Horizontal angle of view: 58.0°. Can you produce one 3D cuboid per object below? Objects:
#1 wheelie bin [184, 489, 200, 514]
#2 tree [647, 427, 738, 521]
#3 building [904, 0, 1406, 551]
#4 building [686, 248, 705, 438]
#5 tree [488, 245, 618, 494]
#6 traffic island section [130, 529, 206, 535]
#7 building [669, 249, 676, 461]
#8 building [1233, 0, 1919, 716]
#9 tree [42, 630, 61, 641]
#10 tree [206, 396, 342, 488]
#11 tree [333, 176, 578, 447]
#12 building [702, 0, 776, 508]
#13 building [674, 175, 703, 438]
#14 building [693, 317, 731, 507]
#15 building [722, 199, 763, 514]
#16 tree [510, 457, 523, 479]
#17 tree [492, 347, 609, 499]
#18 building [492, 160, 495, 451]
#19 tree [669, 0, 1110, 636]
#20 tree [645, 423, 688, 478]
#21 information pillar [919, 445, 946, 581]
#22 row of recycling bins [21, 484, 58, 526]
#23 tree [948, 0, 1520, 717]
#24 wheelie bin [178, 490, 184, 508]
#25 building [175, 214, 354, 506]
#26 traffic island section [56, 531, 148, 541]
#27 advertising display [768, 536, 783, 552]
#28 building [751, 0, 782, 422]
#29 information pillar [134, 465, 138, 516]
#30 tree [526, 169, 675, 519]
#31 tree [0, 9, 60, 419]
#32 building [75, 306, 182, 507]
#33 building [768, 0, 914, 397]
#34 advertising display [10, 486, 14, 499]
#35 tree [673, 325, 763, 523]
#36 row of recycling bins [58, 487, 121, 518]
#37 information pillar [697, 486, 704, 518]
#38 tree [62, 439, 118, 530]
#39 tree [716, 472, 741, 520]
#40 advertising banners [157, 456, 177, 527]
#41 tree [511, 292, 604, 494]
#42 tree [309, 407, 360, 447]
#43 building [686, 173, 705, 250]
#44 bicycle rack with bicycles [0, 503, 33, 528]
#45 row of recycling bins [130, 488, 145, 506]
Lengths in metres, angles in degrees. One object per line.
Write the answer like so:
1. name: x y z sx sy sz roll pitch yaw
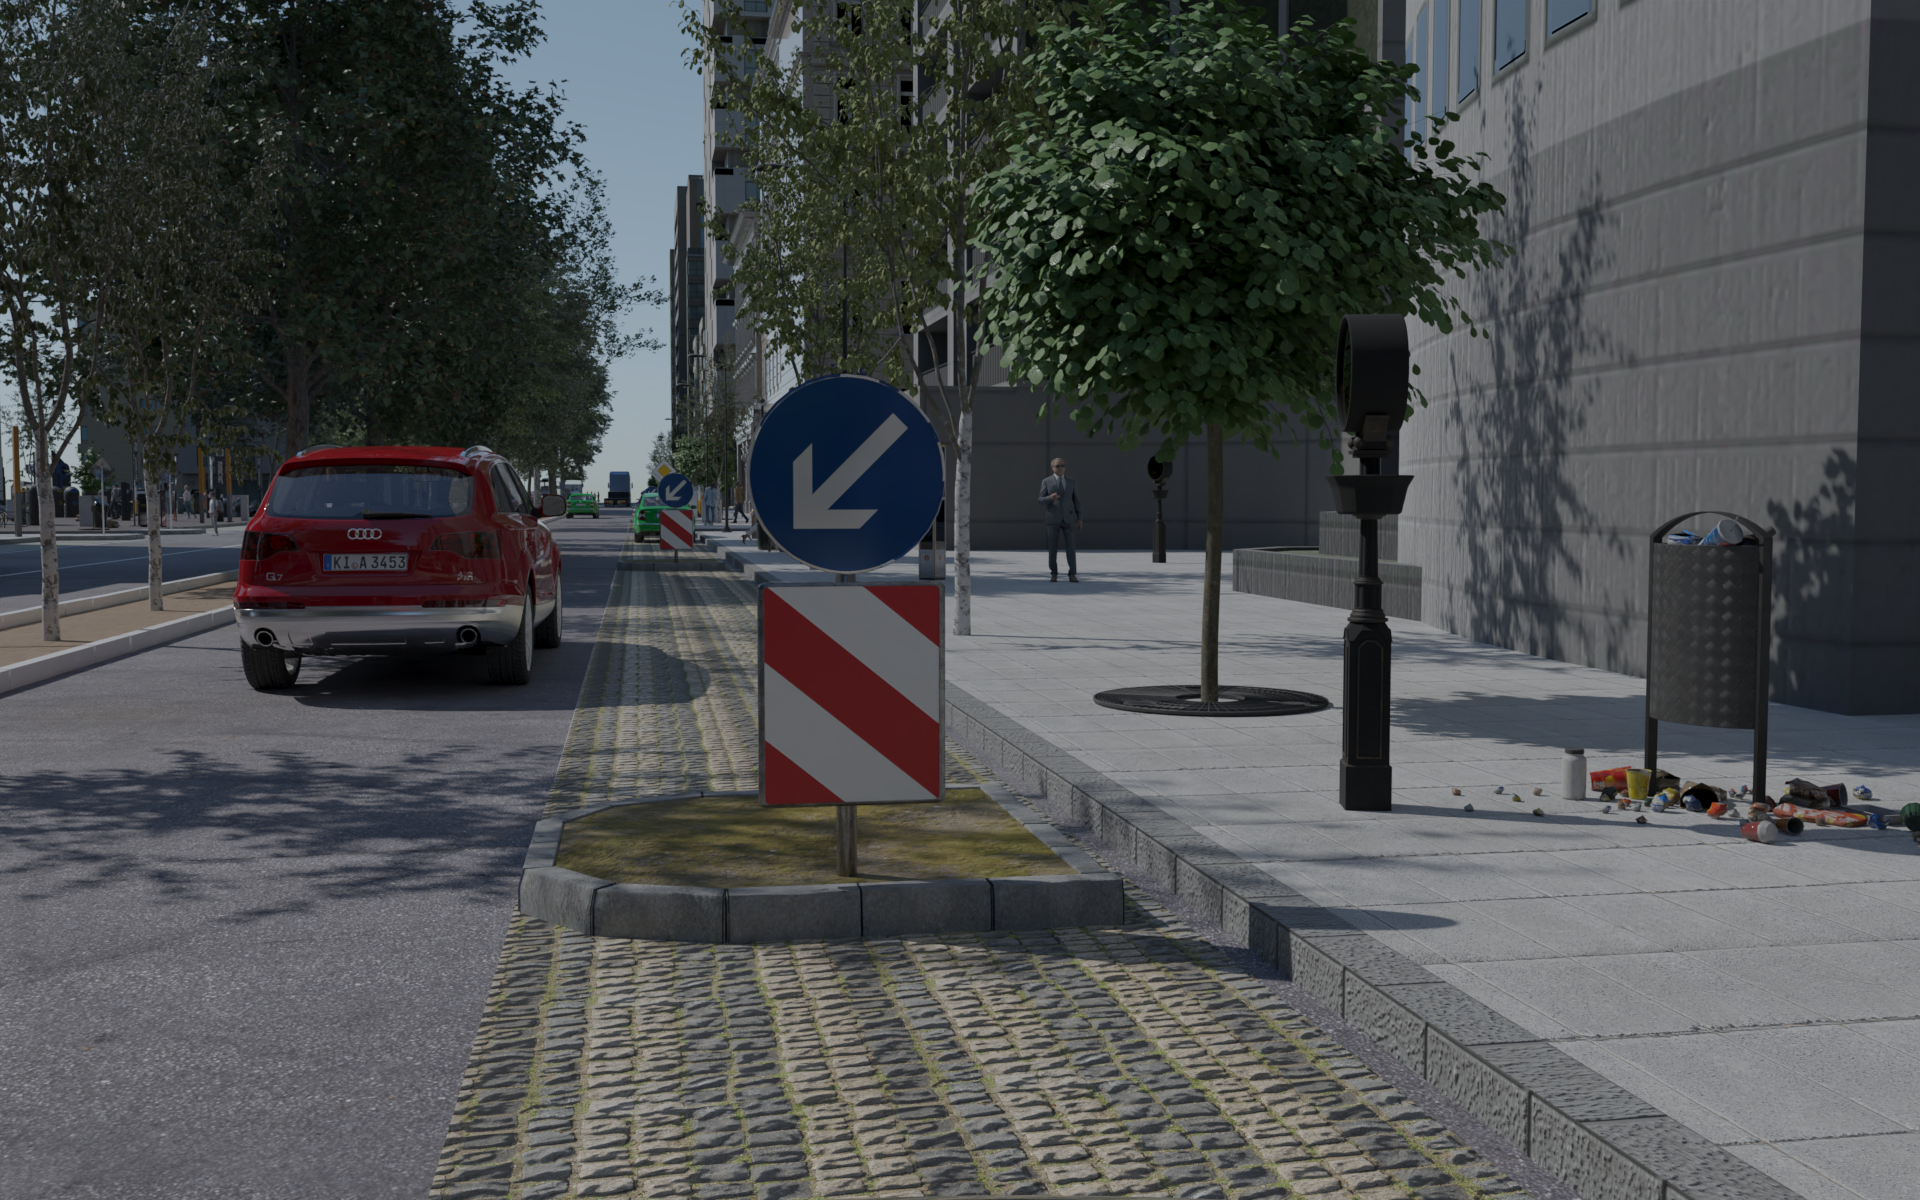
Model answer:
1. wheelie bin: -48.460 -6.246 110.036 0.693 1.594 0.980 3 5 41
2. tree: -12.049 -6.020 82.142 4.285 4.588 4.351 0 3 0
3. building: 8.296 -37.009 43.353 20.563 71.187 20.611 -1 4 -10
4. building: -25.256 -26.507 205.092 14.160 30.474 14.107 -1 4 -10
5. tree: -18.714 -9.872 70.518 9.857 13.997 8.962 0 3 0
6. traffic island section: -28.365 -2.442 62.208 2.009 0.180 2.903 -1 4 -10
7. building: -41.485 -37.128 290.632 14.154 41.232 14.086 -1 4 -10
8. building: 15.084 -28.752 12.093 21.231 58.520 28.212 -1 4 -10
9. tree: -8.765 -3.884 16.331 4.360 8.622 3.978 0 3 0
10. tree: -36.617 -9.646 92.125 7.601 10.594 8.767 1 4 20
11. tree: -14.630 -7.806 48.220 7.486 12.596 7.792 0 3 0
12. building: -9.138 -34.722 156.942 28.713 52.752 27.495 -1 4 -10
13. building: -31.636 -38.890 259.552 21.300 48.544 21.600 -1 4 -10
14. building: -14.106 -20.829 185.600 27.650 21.520 28.899 -1 4 -10
15. building: -11.210 -16.535 121.261 10.553 20.767 40.483 -1 4 -10
16. tree: -67.454 -19.082 262.350 4.737 8.622 4.395 0 3 0
17. tree: -22.423 -9.335 89.501 8.767 10.594 7.601 -1 4 -10
18. building: -81.320 -43.868 259.234 21.231 58.520 28.212 -1 4 -10
19. tree: -0.150 -3.994 15.667 4.737 8.622 4.395 0 3 0
20. tree: -37.235 -17.752 224.652 7.601 10.594 8.767 -1 4 -11
21. information pillar: -0.414 -1.303 25.799 0.304 2.012 0.304 2 4 34
22. row of recycling bins: -38.243 -3.950 71.697 1.069 1.692 3.534 -2 4 -32
23. tree: 1.550 -1.635 10.440 4.285 4.588 4.351 0 3 0
24. wheelie bin: -54.765 -6.999 122.334 0.980 1.594 0.693 0 4 5
25. building: -54.823 -22.579 140.870 14.160 30.474 14.107 -1 4 -10
26. traffic island section: -26.907 -1.962 54.357 2.009 0.180 2.903 -1 4 -10
27. advertising display: -3.812 -2.023 38.287 0.974 1.923 0.123 1 4 11
28. building: -3.674 -18.700 91.655 13.634 28.700 20.117 -1 4 -10
29. information pillar: -47.984 -6.688 100.706 0.183 3.616 0.504 -3 5 -39
30. tree: -23.197 -14.745 99.425 12.611 20.169 13.585 0 3 0
31. tree: -10.809 -6.637 27.986 9.611 12.733 9.660 0 3 0
32. building: -69.687 -20.159 174.639 27.650 21.520 28.899 -1 4 -10
33. building: 4.629 -17.068 76.328 25.104 27.353 12.463 -1 4 -10
34. advertising display: -70.893 -7.655 130.367 0.974 1.923 0.123 -2 4 -33
35. tree: -10.679 -7.700 76.257 4.360 8.622 3.978 0 3 0
36. row of recycling bins: -48.324 -5.386 95.170 3.534 1.692 1.069 -3 5 -44
37. information pillar: -15.853 -6.997 105.760 0.183 3.616 0.504 3 4 39
38. tree: -30.753 -4.091 61.493 1.663 3.219 1.824 0 3 0
39. tree: -11.917 -5.586 85.926 1.663 3.219 1.824 0 3 0
40. advertising banners: -30.723 -4.313 66.707 0.090 3.025 2.074 0 4 -4
41. tree: -21.252 -9.326 80.687 9.928 11.665 9.643 0 3 0
42. tree: -38.837 -9.503 105.737 4.737 8.622 4.395 0 3 0
43. building: -30.632 -36.112 240.535 14.600 45.320 14.200 -1 4 -10
44. bicycle rack with bicycles: -37.341 -3.226 66.134 2.925 0.926 2.852 -1 4 -13
45. row of recycling bins: -55.314 -6.639 115.663 1.069 1.692 3.534 0 4 2
